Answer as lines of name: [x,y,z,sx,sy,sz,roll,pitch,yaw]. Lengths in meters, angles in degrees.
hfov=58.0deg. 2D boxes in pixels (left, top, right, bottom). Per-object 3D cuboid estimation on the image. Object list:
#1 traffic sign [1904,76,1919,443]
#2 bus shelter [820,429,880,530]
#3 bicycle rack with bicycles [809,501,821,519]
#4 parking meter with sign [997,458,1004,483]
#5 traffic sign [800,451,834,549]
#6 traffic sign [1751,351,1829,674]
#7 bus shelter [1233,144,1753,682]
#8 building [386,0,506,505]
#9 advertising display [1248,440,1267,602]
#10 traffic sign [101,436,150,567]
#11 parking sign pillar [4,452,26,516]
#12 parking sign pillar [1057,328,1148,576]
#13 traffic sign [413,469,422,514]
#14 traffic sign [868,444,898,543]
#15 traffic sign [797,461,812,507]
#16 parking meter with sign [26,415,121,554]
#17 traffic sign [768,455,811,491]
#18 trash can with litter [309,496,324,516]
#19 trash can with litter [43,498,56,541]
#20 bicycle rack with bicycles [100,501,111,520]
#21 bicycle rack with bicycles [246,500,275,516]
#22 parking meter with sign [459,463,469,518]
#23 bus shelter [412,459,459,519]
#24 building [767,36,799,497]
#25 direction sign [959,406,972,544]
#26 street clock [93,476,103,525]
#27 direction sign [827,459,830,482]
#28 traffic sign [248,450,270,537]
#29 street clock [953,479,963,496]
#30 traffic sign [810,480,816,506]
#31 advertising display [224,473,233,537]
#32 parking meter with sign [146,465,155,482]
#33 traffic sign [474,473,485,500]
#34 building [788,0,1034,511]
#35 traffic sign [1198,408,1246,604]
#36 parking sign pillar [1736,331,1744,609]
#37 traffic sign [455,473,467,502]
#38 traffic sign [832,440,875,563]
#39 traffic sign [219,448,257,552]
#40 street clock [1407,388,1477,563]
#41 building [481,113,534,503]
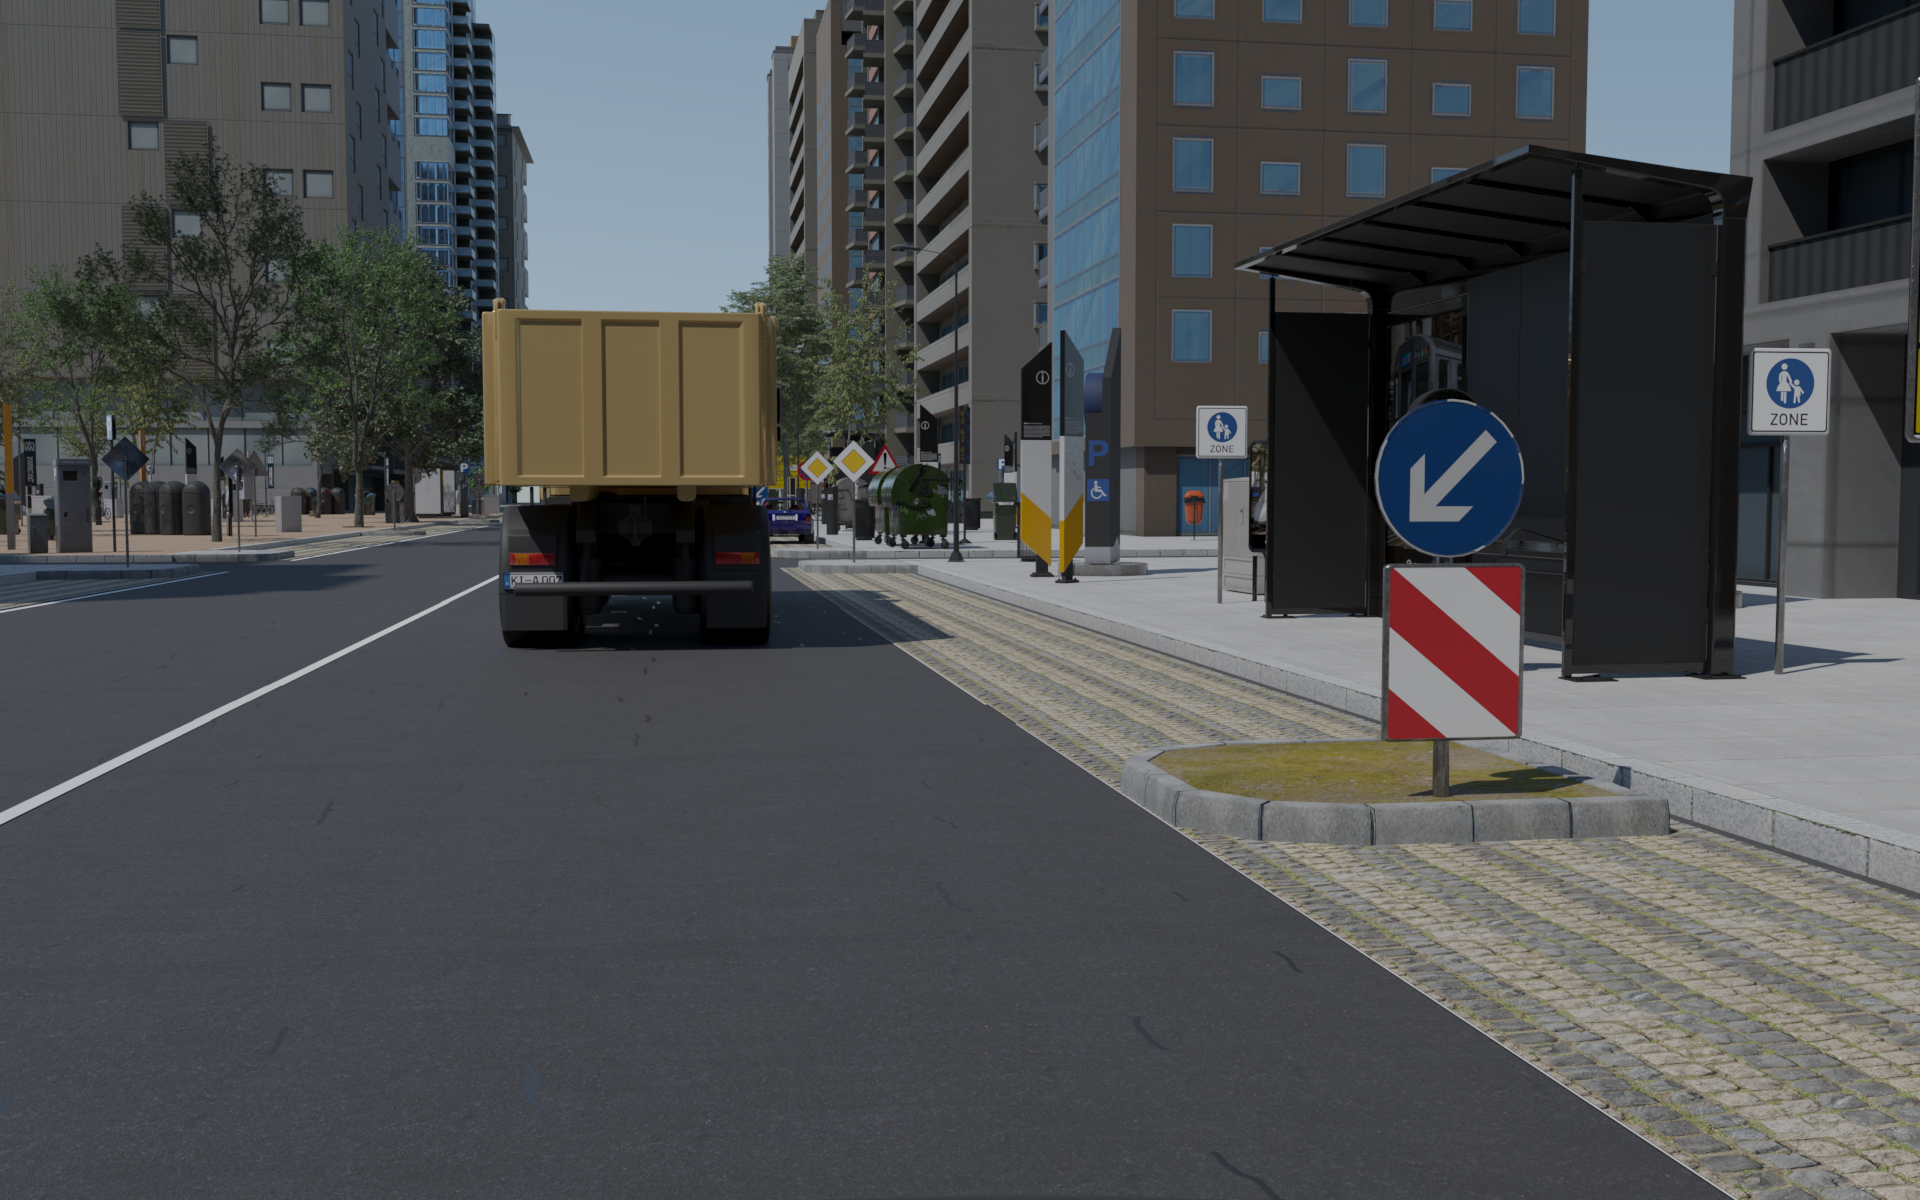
traffic sign: [5.758,-0.899,8.569,2.265,3.308,0.079,0,4,-3]
bus shelter: [-4.162,-4.549,65.656,1.731,3.624,6.357,-1,4,-10]
bicycle rack with bicycles: [-7.028,-5.354,100.919,2.925,0.926,2.852,-1,4,-11]
parking meter with sign: [2.258,-5.455,85.452,0.543,3.016,1.738,1,4,12]
traffic sign: [-3.309,-2.236,40.201,0.795,2.450,0.064,-1,4,-10]
traffic sign: [5.826,-0.619,12.255,0.606,2.300,0.079,0,4,-7]
bus shelter: [4.152,-1.444,14.887,1.731,3.624,6.357,-1,4,-10]
building: [-67.375,-55.024,212.309,22.319,86.520,31.000,-1,4,-10]
advertising display: [3.734,-0.924,20.319,0.123,1.923,0.974,-2,4,-28]
traffic sign: [-14.554,-1.627,30.237,0.795,2.450,0.064,-1,4,-10]
parking sign pillar: [-56.350,-7.040,103.574,1.447,3.967,1.447,-1,4,-21]
parking sign pillar: [2.278,-2.390,27.557,1.447,3.967,1.447,1,4,12]
traffic sign: [-27.322,-5.300,86.766,0.768,2.556,0.104,-1,4,-9]
traffic sign: [-1.958,-2.774,45.353,0.884,2.594,0.081,0,4,-2]
traffic sign: [-5.893,-4.078,66.777,0.768,2.556,0.104,-1,4,-9]
parking meter with sign: [-19.386,-2.540,37.791,1.738,3.016,0.543,-3,4,-37]
traffic sign: [-8.912,-5.911,90.515,2.265,3.308,0.079,0,4,-7]
trash can with litter: [-37.418,-5.459,100.634,0.624,1.170,1.055,0,4,1]
trash can with litter: [-24.842,-2.226,47.790,1.055,1.170,0.624,3,5,42]
bicycle rack with bicycles: [-43.611,-4.413,85.530,2.852,0.926,2.925,-3,5,-44]
bicycle rack with bicycles: [-41.627,-5.480,102.986,2.852,0.926,2.925,3,5,41]
parking meter with sign: [-27.342,-6.070,95.498,0.543,3.016,1.738,-1,4,-15]
bus shelter: [-28.373,-6.065,93.091,2.014,3.302,5.546,-1,4,-10]
building: [-15.003,-42.169,231.466,21.231,58.520,28.212,-1,4,-10]
direction sign: [0.121,-3.229,44.799,0.379,3.537,0.876,1,4,18]
street clock: [-35.445,-4.077,71.228,0.358,2.002,0.471,0,4,-5]
direction sign: [-8.171,-7.357,112.287,0.876,3.537,0.379,0,4,-1]
traffic sign: [-21.025,-3.158,51.640,0.884,2.594,0.081,0,4,-2]
street clock: [-0.091,-4.784,82.793,0.358,2.002,0.471,3,5,42]
traffic sign: [-7.847,-5.569,91.050,0.884,2.594,0.081,0,4,-5]
advertising display: [-22.214,-2.900,52.626,0.123,1.923,0.974,-2,4,-30]
parking meter with sign: [-47.889,-6.496,102.467,0.543,3.016,1.738,-2,4,-26]
traffic sign: [-29.232,-6.447,105.513,0.768,2.556,0.104,0,4,-6]
building: [-5.609,-33.580,172.733,21.300,48.544,21.600,-1,4,-10]
traffic sign: [3.041,-1.106,20.210,0.606,2.300,0.079,0,4,-7]
parking sign pillar: [8.196,-1.914,19.772,1.447,3.967,1.447,-2,4,-35]
traffic sign: [-30.159,-6.395,104.666,0.768,2.556,0.104,0,4,-1]
traffic sign: [-1.983,-1.754,32.326,0.795,2.450,0.064,-1,4,-10]
traffic sign: [-15.881,-2.108,38.111,0.795,2.450,0.064,-1,4,-10]
street clock: [3.324,-0.452,11.959,0.471,2.002,0.358,0,4,-1]
building: [-74.745,-39.906,241.705,28.713,52.752,27.495,-1,4,-10]
